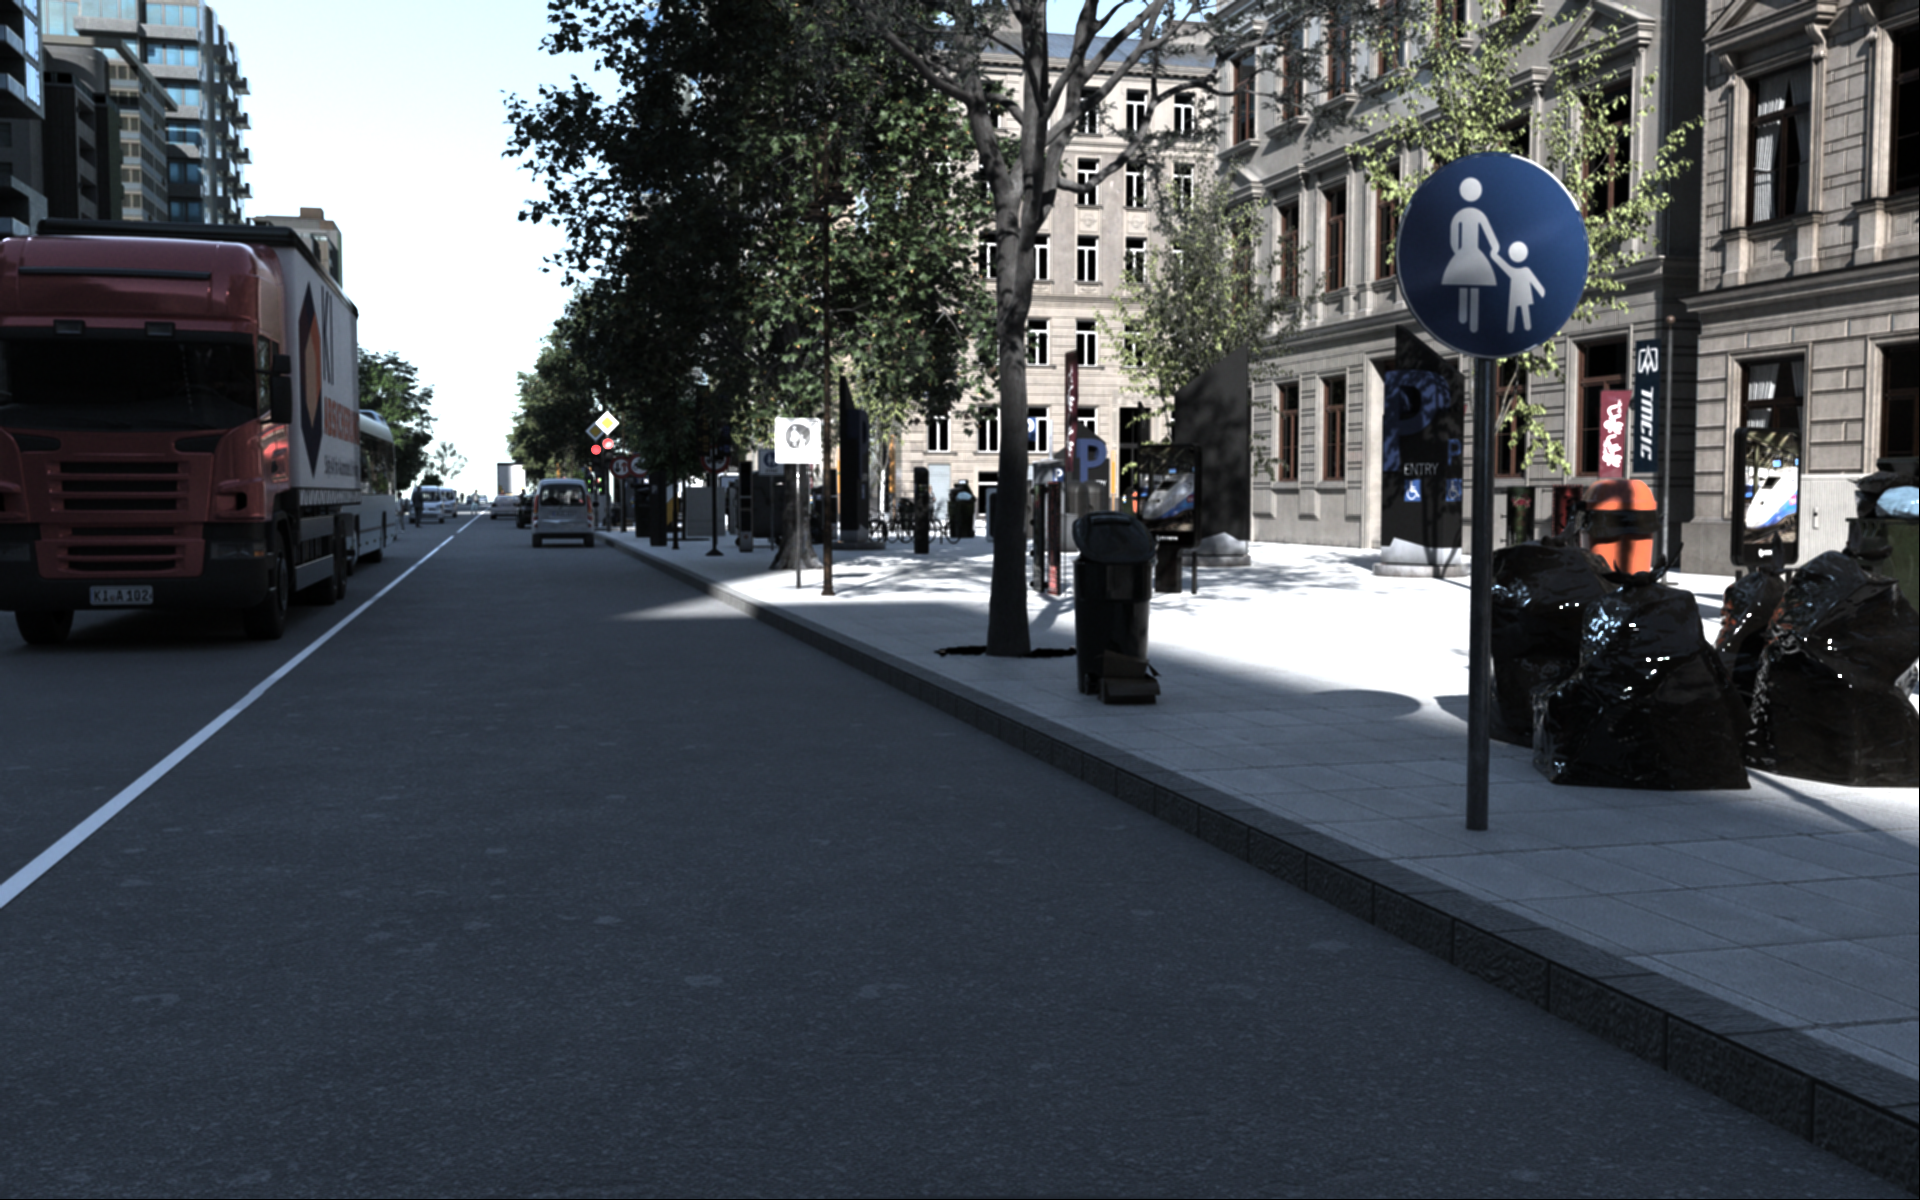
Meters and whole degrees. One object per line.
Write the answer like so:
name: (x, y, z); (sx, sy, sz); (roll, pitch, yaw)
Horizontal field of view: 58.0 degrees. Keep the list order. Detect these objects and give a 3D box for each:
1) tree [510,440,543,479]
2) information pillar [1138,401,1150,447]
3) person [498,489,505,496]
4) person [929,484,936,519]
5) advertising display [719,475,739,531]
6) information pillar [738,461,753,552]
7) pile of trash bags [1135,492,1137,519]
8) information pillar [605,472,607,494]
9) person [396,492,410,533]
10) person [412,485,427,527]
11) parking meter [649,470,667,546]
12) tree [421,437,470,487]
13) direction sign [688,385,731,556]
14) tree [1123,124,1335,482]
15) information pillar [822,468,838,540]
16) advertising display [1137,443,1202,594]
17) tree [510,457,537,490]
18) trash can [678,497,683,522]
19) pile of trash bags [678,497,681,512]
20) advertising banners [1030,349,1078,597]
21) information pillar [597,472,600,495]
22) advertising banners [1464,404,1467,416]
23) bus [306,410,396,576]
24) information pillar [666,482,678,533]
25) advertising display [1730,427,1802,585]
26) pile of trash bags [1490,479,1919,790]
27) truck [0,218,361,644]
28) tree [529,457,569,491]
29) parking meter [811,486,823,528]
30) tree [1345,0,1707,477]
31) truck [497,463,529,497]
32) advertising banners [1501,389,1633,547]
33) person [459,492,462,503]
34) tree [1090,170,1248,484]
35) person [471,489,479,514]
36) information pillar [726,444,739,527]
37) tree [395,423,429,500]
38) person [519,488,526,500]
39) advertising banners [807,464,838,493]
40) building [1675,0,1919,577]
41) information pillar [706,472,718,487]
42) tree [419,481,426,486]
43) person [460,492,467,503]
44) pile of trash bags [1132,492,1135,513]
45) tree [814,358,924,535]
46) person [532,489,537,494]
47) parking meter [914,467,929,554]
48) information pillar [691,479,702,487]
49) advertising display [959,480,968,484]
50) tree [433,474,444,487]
tree: (-49.660, -16.614, 206.049); (8.767, 10.594, 7.601); (0, 4, 0)
information pillar: (4.654, -3.220, 44.002); (0.183, 3.616, 0.504); (2, 4, 35)
person: (-38.631, -8.434, 146.362); (0.705, 1.831, 1.348); (3, 5, 43)
person: (-1.078, -3.428, 64.732); (0.526, 1.800, 0.537); (3, 5, 40)
advertising display: (-7.812, -3.323, 59.541); (0.974, 1.923, 0.123); (-2, 4, -29)
information pillar: (-4.742, -2.072, 38.363); (0.304, 2.012, 0.304); (0, 4, -6)
pile of trash bags: (10.628, -4.621, 85.303); (3.447, 1.369, 1.912); (-3, 5, -42)
information pillar: (-15.423, -5.158, 75.689); (0.183, 3.616, 0.504); (-1, 4, -19)
person: (-20.738, -3.255, 64.322); (0.503, 1.515, 0.523); (1, 4, 20)
person: (-23.285, -4.038, 74.694); (0.661, 1.801, 0.590); (2, 4, 30)
parking meter: (-7.450, -2.264, 42.719); (0.399, 1.863, 0.255); (2, 4, 35)
tree: (-84.668, -21.334, 283.217); (8.767, 10.594, 7.601); (-2, 4, -30)
direction sign: (-5.130, -2.696, 36.083); (0.876, 3.537, 0.379); (-3, 5, -45)
tree: (5.062, -5.157, 34.683); (4.360, 8.622, 3.978); (0, 3, 0)
information pillar: (-3.658, -2.711, 48.811); (0.304, 2.012, 0.304); (3, 5, 42)
advertising display: (2.703, -1.053, 22.425); (0.974, 1.923, 0.123); (3, 5, 45)
tree: (-69.525, -21.867, 283.286); (9.928, 11.665, 9.643); (0, 3, 0)
trash can: (-12.994, -4.213, 80.531); (0.748, 1.137, 0.748); (0, 3, 0)
pile of trash bags: (-20.027, -6.804, 121.005); (3.447, 1.369, 1.912); (-2, 4, -26)
advertising banners: (1.194, -1.581, 22.030); (0.090, 3.025, 2.074); (-1, 4, -12)
information pillar: (-24.722, -7.766, 118.321); (0.504, 3.616, 0.183); (0, 4, 6)
advertising banners: (8.950, -2.265, 33.216); (2.074, 3.025, 0.090); (-2, 4, -29)
bus: (-12.513, -2.319, 32.777); (2.948, 3.499, 13.247); (-1, 4, -14)
information pillar: (-9.592, -4.045, 57.486); (0.504, 3.616, 0.183); (2, 4, 25)
advertising display: (7.879, -0.717, 16.935); (0.974, 1.923, 0.123); (-2, 4, -33)
pile of trash bags: (3.703, 0.041, 9.075); (1.912, 1.369, 3.447); (1, 4, 9)
truck: (-8.713, -1.909, 20.121); (2.839, 4.237, 11.283); (-1, 4, -15)
tree: (-58.679, -17.947, 243.789); (4.737, 8.622, 4.395); (0, 3, 0)
parking meter: (-4.195, -2.600, 50.920); (0.372, 1.533, 0.369); (0, 3, 0)
tree: (7.089, -4.425, 22.712); (4.737, 8.622, 4.395); (0, 3, 0)
truck: (-41.280, -10.446, 159.697); (2.839, 4.237, 11.283); (-1, 4, -13)
advertising banners: (10.198, -2.016, 29.143); (2.074, 3.025, 0.090); (1, 4, 9)
person: (-83.283, -17.170, 289.219); (1.348, 1.826, 0.705); (3, 4, 37)
tree: (5.284, -5.470, 39.797); (4.737, 8.622, 4.395); (0, 3, 0)
person: (-34.633, -7.026, 123.726); (0.623, 1.781, 0.721); (0, 4, -2)
information pillar: (-8.921, -4.684, 67.932); (0.504, 3.616, 0.183); (-2, 4, -33)
tree: (-58.437, -14.083, 180.613); (4.737, 8.622, 4.395); (0, 3, 0)
person: (-27.669, -6.139, 109.145); (0.573, 1.790, 0.520); (1, 4, 17)
advertising banners: (-7.171, -5.761, 90.382); (2.074, 3.025, 0.090); (-1, 4, -18)
building: (18.484, -9.492, 19.820); (10.561, 19.102, 19.286); (-1, 4, -15)
information pillar: (-8.306, -3.280, 58.112); (0.304, 2.012, 0.304); (-3, 4, -38)
tree: (-71.866, -14.469, 231.174); (1.663, 3.219, 1.824); (0, 3, 0)
person: (-81.181, -16.784, 282.933); (1.348, 1.822, 0.705); (-3, 5, -43)
pile of trash bags: (11.688, -7.411, 130.928); (1.912, 1.369, 3.447); (-1, 4, -17)
tree: (-2.450, -6.379, 54.653); (4.737, 8.622, 4.395); (0, 3, 0)
person: (-27.604, -6.341, 112.448); (0.793, 1.790, 0.793); (2, 4, 31)
parking meter: (-0.830, -1.934, 37.331); (0.255, 1.863, 0.399); (-1, 4, -14)
information pillar: (-19.479, -8.339, 127.702); (0.504, 3.616, 0.183); (3, 5, 43)
advertising display: (0.156, -4.442, 77.843); (0.123, 1.923, 0.974); (-1, 4, -19)
tree: (-74.962, -16.020, 245.635); (4.285, 4.588, 4.351); (0, 3, 0)
